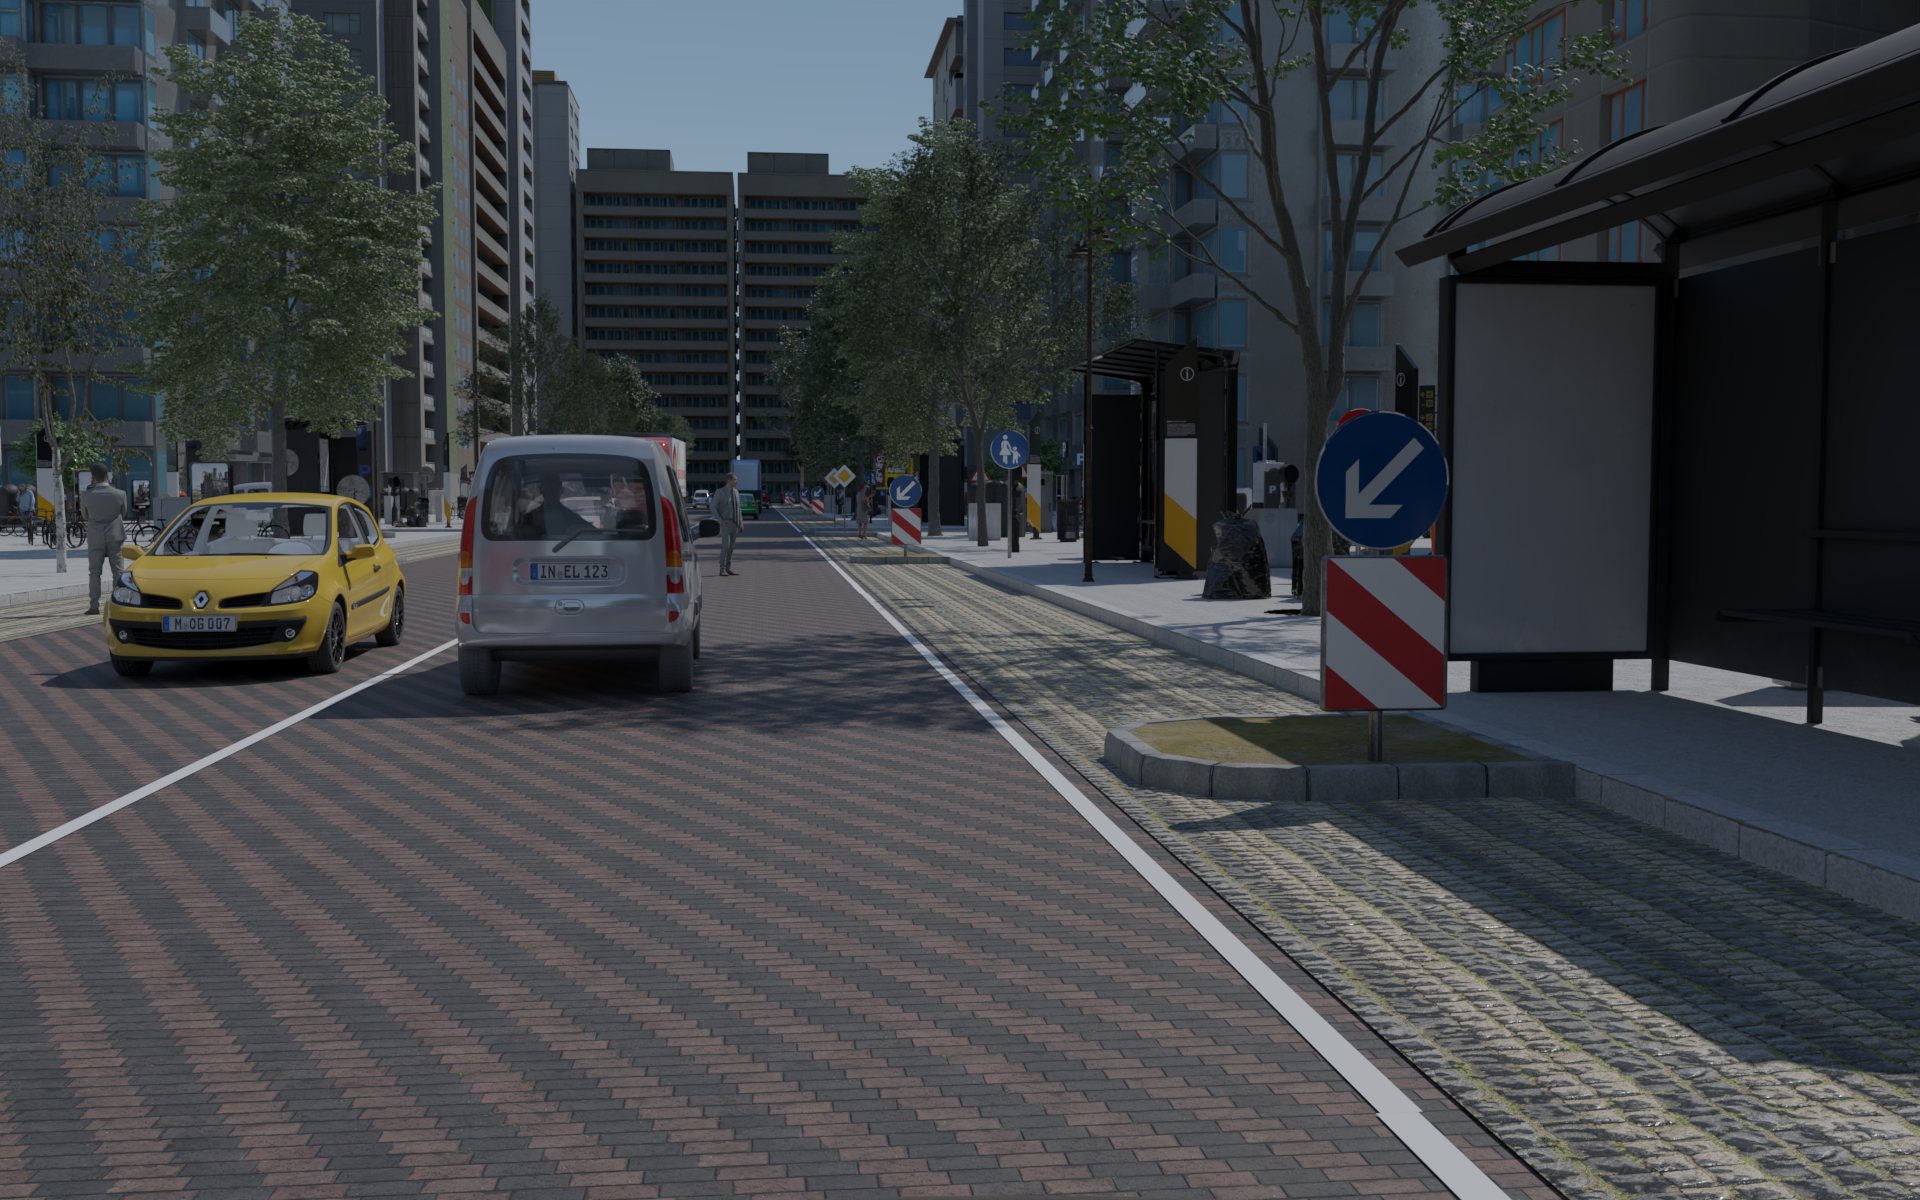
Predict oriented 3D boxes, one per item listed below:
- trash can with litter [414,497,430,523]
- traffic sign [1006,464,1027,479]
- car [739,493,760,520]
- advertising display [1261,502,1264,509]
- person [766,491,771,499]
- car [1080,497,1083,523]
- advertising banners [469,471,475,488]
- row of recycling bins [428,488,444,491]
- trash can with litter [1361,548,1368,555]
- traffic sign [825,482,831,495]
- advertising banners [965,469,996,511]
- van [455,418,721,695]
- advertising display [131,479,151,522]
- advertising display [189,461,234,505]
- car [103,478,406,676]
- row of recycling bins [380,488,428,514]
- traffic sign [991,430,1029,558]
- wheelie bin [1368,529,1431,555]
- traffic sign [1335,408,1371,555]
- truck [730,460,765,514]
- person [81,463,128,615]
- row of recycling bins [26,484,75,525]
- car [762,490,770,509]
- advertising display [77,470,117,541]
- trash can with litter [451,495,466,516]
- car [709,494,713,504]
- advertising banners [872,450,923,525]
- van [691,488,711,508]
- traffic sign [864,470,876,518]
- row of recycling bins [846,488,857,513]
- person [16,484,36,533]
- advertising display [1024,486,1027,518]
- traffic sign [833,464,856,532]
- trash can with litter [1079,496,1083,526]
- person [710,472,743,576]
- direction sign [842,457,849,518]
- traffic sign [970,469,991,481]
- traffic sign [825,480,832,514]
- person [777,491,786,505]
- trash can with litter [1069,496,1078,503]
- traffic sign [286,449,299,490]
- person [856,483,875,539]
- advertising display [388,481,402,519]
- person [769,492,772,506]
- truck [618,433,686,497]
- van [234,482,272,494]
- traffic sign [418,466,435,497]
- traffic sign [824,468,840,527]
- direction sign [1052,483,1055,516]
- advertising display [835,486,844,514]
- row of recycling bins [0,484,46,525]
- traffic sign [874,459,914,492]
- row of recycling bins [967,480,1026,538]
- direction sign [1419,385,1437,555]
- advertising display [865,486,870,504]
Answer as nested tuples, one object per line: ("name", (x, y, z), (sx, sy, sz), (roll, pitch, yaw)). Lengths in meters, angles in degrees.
("trash can with litter", (-23.746, -3.983, 76.514), (0.624, 1.170, 1.055), (-1, 4, -13))
("traffic sign", (2.021, -3.669, 59.999), (0.884, 2.594, 0.081), (0, 4, 3))
("car", (-12.313, -5.458, 98.036), (1.959, 1.807, 4.718), (0, 4, -6))
("advertising display", (10.373, -3.243, 58.234), (0.123, 1.923, 0.974), (2, 4, 33))
("person", (-19.497, -10.225, 176.194), (0.721, 1.766, 1.217), (1, 4, 11))
("car", (6.977, -3.391, 64.113), (5.304, 1.827, 2.281), (0, 4, -5))
("advertising banners", (-36.746, -8.367, 132.991), (2.074, 3.025, 0.090), (1, 4, 10))
("row of recycling bins", (-35.390, -6.704, 116.724), (1.069, 1.692, 3.534), (-3, 4, -36))
("trash can with litter", (7.554, -1.186, 30.785), (1.055, 1.170, 0.624), (-2, 4, -26))
("traffic sign", (-10.413, -8.496, 139.019), (0.768, 2.556, 0.104), (0, 4, -6))
("advertising banners", (1.230, -6.711, 105.912), (2.074, 3.025, 0.090), (1, 4, 17))
("van", (-2.927, -0.416, 13.809), (2.013, 2.044, 4.112), (0, 4, -7))
("advertising display", (-36.247, -4.369, 76.650), (0.123, 1.923, 0.974), (1, 4, 19))
("advertising display", (-14.812, -1.780, 34.315), (0.974, 1.923, 0.123), (1, 4, 19))
("car", (-5.972, -0.289, 14.948), (2.015, 1.641, 3.980), (0, 4, -7))
("row of recycling bins", (-36.210, -6.410, 111.914), (3.534, 1.692, 1.069), (2, 4, 31))
("traffic sign", (0.992, -2.107, 34.554), (0.768, 2.556, 0.104), (0, 4, 0))
("wheelie bin", (7.079, -1.254, 28.418), (0.980, 1.594, 0.693), (0, 4, -5))
("traffic sign", (5.947, -1.573, 25.826), (0.768, 2.556, 0.104), (0, 4, -2))
("truck", (-16.151, -8.557, 129.659), (2.967, 4.110, 18.799), (0, 4, -6))
("person", (-10.191, -0.730, 20.624), (0.511, 1.800, 0.466), (-3, 5, -43))
("row of recycling bins", (-37.594, -3.977, 72.142), (1.069, 1.692, 3.534), (-1, 4, -10))
("car", (-19.258, -9.591, 165.480), (2.281, 1.827, 5.304), (0, 4, -6))
("advertising display", (-23.588, -2.580, 47.392), (0.974, 1.923, 0.123), (-2, 4, -25))
("trash can with litter", (-29.597, -5.527, 101.422), (2.233, 1.210, 1.678), (-3, 5, -40))
("car", (-30.027, -12.377, 211.946), (1.945, 1.707, 3.694), (0, 4, -8))
("advertising banners", (-2.478, -4.435, 68.698), (2.074, 3.025, 0.090), (-1, 4, -19))
("van", (-26.845, -10.573, 179.872), (2.013, 2.044, 4.112), (0, 4, -5))
("traffic sign", (-4.713, -5.649, 92.472), (0.768, 2.556, 0.104), (0, 4, 3))
("row of recycling bins", (-7.676, -6.876, 119.539), (1.069, 1.692, 3.534), (0, 4, 8))
("person", (-32.255, -3.129, 59.917), (0.793, 1.790, 0.793), (-2, 4, -31))
("advertising display", (3.456, -5.322, 92.232), (0.974, 1.923, 0.123), (1, 4, 17))
("traffic sign", (-3.905, -3.358, 58.547), (0.795, 2.450, 0.064), (0, 4, -7))
("trash can with litter", (4.798, -3.564, 69.322), (1.678, 1.210, 2.233), (-2, 4, -34))
("person", (-4.076, -1.335, 30.432), (0.391, 1.810, 0.635), (2, 4, 27))
("direction sign", (-6.283, -6.280, 94.673), (0.379, 3.537, 0.876), (0, 4, 2))
("traffic sign", (0.855, -4.458, 72.890), (0.884, 2.594, 0.081), (0, 4, 0))
("traffic sign", (-8.419, -6.920, 113.247), (0.768, 2.556, 0.104), (0, 4, -1))
("person", (-20.645, -11.765, 200.787), (1.348, 1.831, 0.705), (-3, 5, -41))
("trash can with litter", (6.547, -5.584, 102.683), (0.624, 1.170, 1.055), (-2, 4, -25))
("traffic sign", (-18.996, -2.976, 48.765), (0.768, 2.556, 0.104), (0, 4, 1))
("person", (-2.959, -2.787, 54.433), (0.532, 1.782, 0.716), (-1, 4, -20))
("advertising display", (-28.184, -4.963, 86.354), (0.974, 1.923, 0.123), (3, 4, 37))
("person", (-23.875, -12.676, 216.427), (0.721, 1.739, 1.217), (3, 4, 36))
("truck", (-14.522, -5.648, 81.266), (2.839, 4.237, 11.283), (0, 4, -5))
("van", (-24.795, -3.242, 60.022), (4.112, 2.044, 2.013), (0, 4, -7))
("traffic sign", (-24.423, -4.842, 79.269), (0.768, 2.556, 0.104), (0, 4, 2))
("traffic sign", (-4.817, -3.843, 66.480), (0.795, 2.450, 0.064), (0, 4, -7))
("direction sign", (5.417, -6.724, 101.935), (0.876, 3.537, 0.379), (0, 4, 6))
("advertising display", (-7.621, -6.404, 109.913), (0.123, 1.923, 0.974), (2, 4, 27))
("row of recycling bins", (-40.299, -4.034, 73.062), (3.534, 1.692, 1.069), (2, 4, 24))
("traffic sign", (-3.734, -6.351, 97.717), (2.265, 3.308, 0.079), (0, 4, -1))
("row of recycling bins", (1.055, -2.789, 52.718), (1.069, 1.692, 3.534), (-1, 4, -18))
("direction sign", (9.919, -2.688, 35.947), (0.876, 3.537, 0.379), (3, 5, 40))
("advertising display", (-5.679, -6.264, 107.628), (0.974, 1.923, 0.123), (0, 4, 3))
